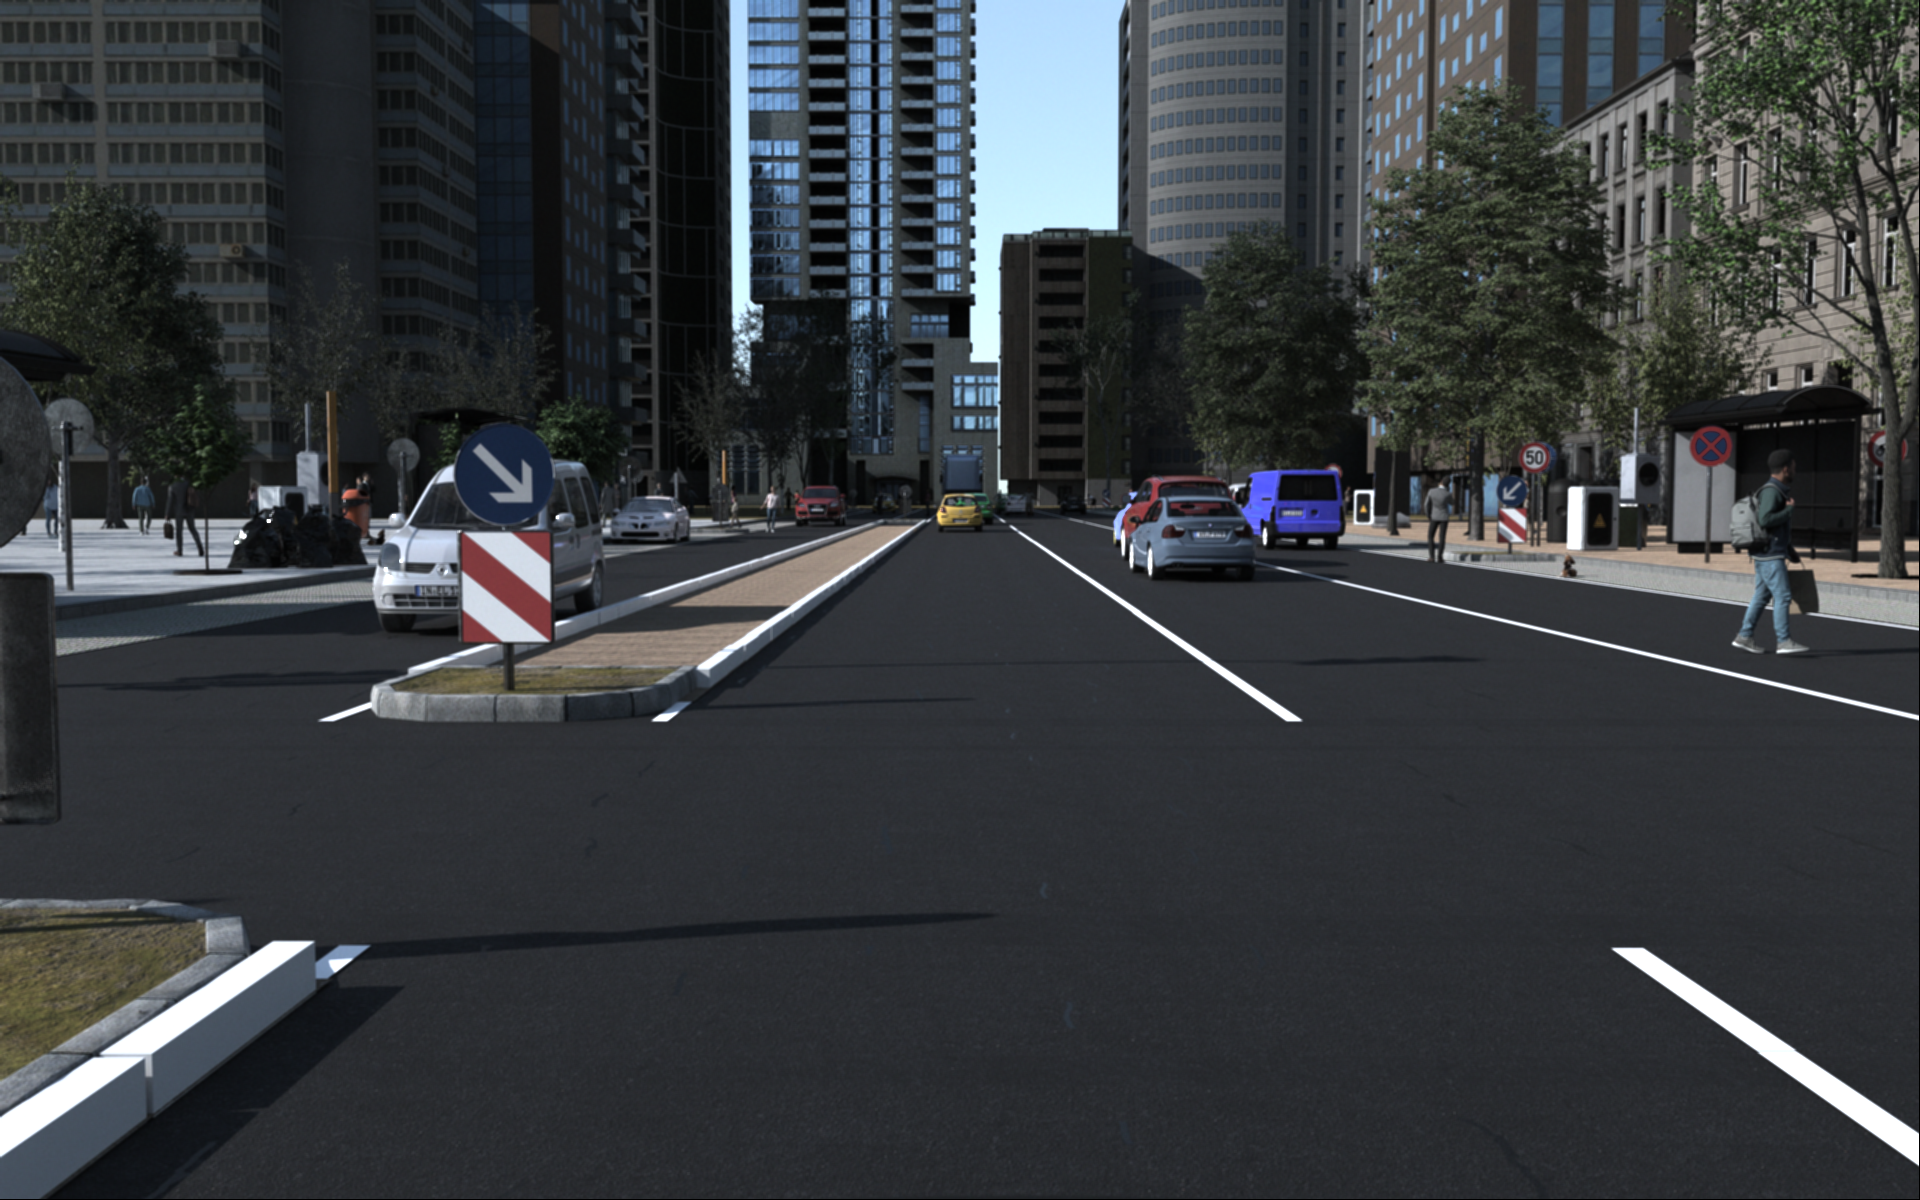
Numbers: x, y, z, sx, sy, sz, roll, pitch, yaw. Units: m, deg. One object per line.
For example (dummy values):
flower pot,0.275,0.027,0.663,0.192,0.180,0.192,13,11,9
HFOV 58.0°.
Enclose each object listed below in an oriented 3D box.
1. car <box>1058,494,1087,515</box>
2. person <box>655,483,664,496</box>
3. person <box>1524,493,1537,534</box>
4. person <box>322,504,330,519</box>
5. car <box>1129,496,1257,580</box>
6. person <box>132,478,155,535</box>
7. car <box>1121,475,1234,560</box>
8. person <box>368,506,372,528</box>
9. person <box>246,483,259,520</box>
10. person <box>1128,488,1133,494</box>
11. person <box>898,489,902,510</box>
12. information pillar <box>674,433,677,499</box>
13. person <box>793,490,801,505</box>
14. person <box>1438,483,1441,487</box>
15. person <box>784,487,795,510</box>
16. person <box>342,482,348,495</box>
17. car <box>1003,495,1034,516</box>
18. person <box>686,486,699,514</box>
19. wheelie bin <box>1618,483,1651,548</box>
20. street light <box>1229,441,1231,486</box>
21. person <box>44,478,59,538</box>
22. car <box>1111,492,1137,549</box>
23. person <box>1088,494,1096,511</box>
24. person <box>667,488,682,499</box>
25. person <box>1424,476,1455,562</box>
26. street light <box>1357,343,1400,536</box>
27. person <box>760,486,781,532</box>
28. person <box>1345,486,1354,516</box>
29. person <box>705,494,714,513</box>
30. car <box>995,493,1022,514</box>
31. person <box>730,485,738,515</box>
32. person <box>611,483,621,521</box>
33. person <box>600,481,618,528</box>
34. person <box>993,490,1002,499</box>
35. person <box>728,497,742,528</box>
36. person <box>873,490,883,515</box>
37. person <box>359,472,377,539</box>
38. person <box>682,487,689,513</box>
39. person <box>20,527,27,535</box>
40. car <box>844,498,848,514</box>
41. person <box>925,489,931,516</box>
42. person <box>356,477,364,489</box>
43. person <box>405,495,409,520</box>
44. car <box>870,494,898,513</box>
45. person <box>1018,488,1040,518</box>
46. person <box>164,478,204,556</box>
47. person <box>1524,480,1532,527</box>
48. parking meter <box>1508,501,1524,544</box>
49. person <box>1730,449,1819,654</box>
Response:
car,7.937,-6.837,121.566,2.009,1.686,4.222,0,4,1
person,-14.324,-4.697,83.021,0.590,1.801,0.661,2,4,31
person,17.619,-2.661,53.819,0.640,1.303,0.475,1,4,21
person,-31.272,-4.549,85.921,0.738,1.151,1.012,-1,4,-22
car,4.008,-1.109,30.133,2.014,1.417,4.499,0,4,-1
person,-25.577,-2.929,54.271,0.601,1.785,0.444,-1,4,-14
car,4.533,-1.663,35.864,2.281,1.827,5.304,0,4,0
person,-22.133,-3.537,64.446,0.480,1.755,0.524,-2,4,-35
person,-30.959,-4.237,75.907,0.593,1.750,0.643,0,4,-5
person,9.011,-4.951,89.901,0.683,1.767,0.568,-1,4,-14
person,-5.035,-8.419,145.782,0.705,1.869,1.348,0,4,1
information pillar,-11.000,-4.630,67.053,0.183,3.616,0.504,-1,4,-8
person,-15.783,-9.764,168.230,1.348,1.812,0.705,3,4,37
person,20.239,-4.063,73.020,0.519,1.759,0.362,0,3,0
person,-13.587,-8.037,137.547,1.348,1.812,0.705,3,5,44
person,-23.260,-3.624,65.866,0.524,1.755,0.480,-2,4,-24
car,3.904,-6.260,114.719,2.083,1.381,4.827,0,4,0
person,-17.068,-6.368,110.241,0.705,1.814,1.350,-3,5,-43
wheelie bin,16.172,-2.067,41.705,0.980,1.594,0.693,3,4,37
street light,13.054,-7.008,87.127,1.470,5.913,1.316,0,4,0
person,-26.331,-2.685,50.203,0.793,1.790,0.793,0,4,-2
car,5.013,-2.224,45.950,1.945,1.707,3.694,0,4,1
person,11.049,-8.191,145.611,0.799,1.438,0.628,0,4,5
person,-21.538,-7.565,130.409,1.217,1.739,0.721,1,4,12
person,10.059,-1.694,36.379,0.592,1.802,0.473,2,4,32
street light,12.916,-4.948,53.449,1.470,5.913,1.316,0,4,0
person,-7.137,-3.417,65.041,0.731,1.740,0.598,-1,4,-17
person,22.815,-5.783,101.129,0.750,1.759,0.617,1,4,16
person,-16.420,-6.436,114.454,0.799,1.438,0.628,-2,4,-34
car,3.508,-7.113,125.099,1.959,1.807,4.718,0,4,-2
person,-11.891,-5.191,91.595,0.721,1.739,1.217,0,4,0
person,-14.886,-4.193,74.935,0.374,1.781,0.599,3,4,38
person,-13.442,-3.668,66.111,0.767,1.812,0.694,3,5,44
person,3.560,-8.857,153.397,1.350,1.814,0.705,-1,4,-11
person,-9.444,-3.674,72.847,0.640,1.303,0.475,-3,5,-41
person,-5.651,-6.740,119.503,0.742,1.727,0.445,0,4,-5
person,-16.901,-2.693,49.438,0.474,1.900,0.648,-1,4,-12
person,-18.558,-6.782,117.474,0.434,1.755,0.990,1,4,19
person,-29.202,-2.897,53.584,0.590,1.801,0.661,1,4,18
car,-8.866,-6.745,122.865,1.945,1.354,3.894,0,4,-1
person,-2.167,-6.323,112.596,0.721,1.743,1.217,-1,4,-10
person,-19.504,-3.080,56.199,0.447,1.846,0.655,0,4,5
person,-23.666,-3.866,73.914,0.373,1.253,0.362,2,4,35
car,-5.667,-7.291,129.428,2.015,1.641,3.980,0,4,-1
person,4.094,-5.770,102.837,1.348,1.824,0.705,0,4,4
person,-16.003,-1.816,35.695,0.822,1.834,0.622,3,4,38
person,21.710,-3.708,66.574,0.656,1.842,0.836,-2,4,-31
parking meter,14.408,-2.231,44.887,0.372,1.533,0.369,0,3,0
person,7.268,-0.424,15.418,0.713,1.824,0.794,3,5,43
